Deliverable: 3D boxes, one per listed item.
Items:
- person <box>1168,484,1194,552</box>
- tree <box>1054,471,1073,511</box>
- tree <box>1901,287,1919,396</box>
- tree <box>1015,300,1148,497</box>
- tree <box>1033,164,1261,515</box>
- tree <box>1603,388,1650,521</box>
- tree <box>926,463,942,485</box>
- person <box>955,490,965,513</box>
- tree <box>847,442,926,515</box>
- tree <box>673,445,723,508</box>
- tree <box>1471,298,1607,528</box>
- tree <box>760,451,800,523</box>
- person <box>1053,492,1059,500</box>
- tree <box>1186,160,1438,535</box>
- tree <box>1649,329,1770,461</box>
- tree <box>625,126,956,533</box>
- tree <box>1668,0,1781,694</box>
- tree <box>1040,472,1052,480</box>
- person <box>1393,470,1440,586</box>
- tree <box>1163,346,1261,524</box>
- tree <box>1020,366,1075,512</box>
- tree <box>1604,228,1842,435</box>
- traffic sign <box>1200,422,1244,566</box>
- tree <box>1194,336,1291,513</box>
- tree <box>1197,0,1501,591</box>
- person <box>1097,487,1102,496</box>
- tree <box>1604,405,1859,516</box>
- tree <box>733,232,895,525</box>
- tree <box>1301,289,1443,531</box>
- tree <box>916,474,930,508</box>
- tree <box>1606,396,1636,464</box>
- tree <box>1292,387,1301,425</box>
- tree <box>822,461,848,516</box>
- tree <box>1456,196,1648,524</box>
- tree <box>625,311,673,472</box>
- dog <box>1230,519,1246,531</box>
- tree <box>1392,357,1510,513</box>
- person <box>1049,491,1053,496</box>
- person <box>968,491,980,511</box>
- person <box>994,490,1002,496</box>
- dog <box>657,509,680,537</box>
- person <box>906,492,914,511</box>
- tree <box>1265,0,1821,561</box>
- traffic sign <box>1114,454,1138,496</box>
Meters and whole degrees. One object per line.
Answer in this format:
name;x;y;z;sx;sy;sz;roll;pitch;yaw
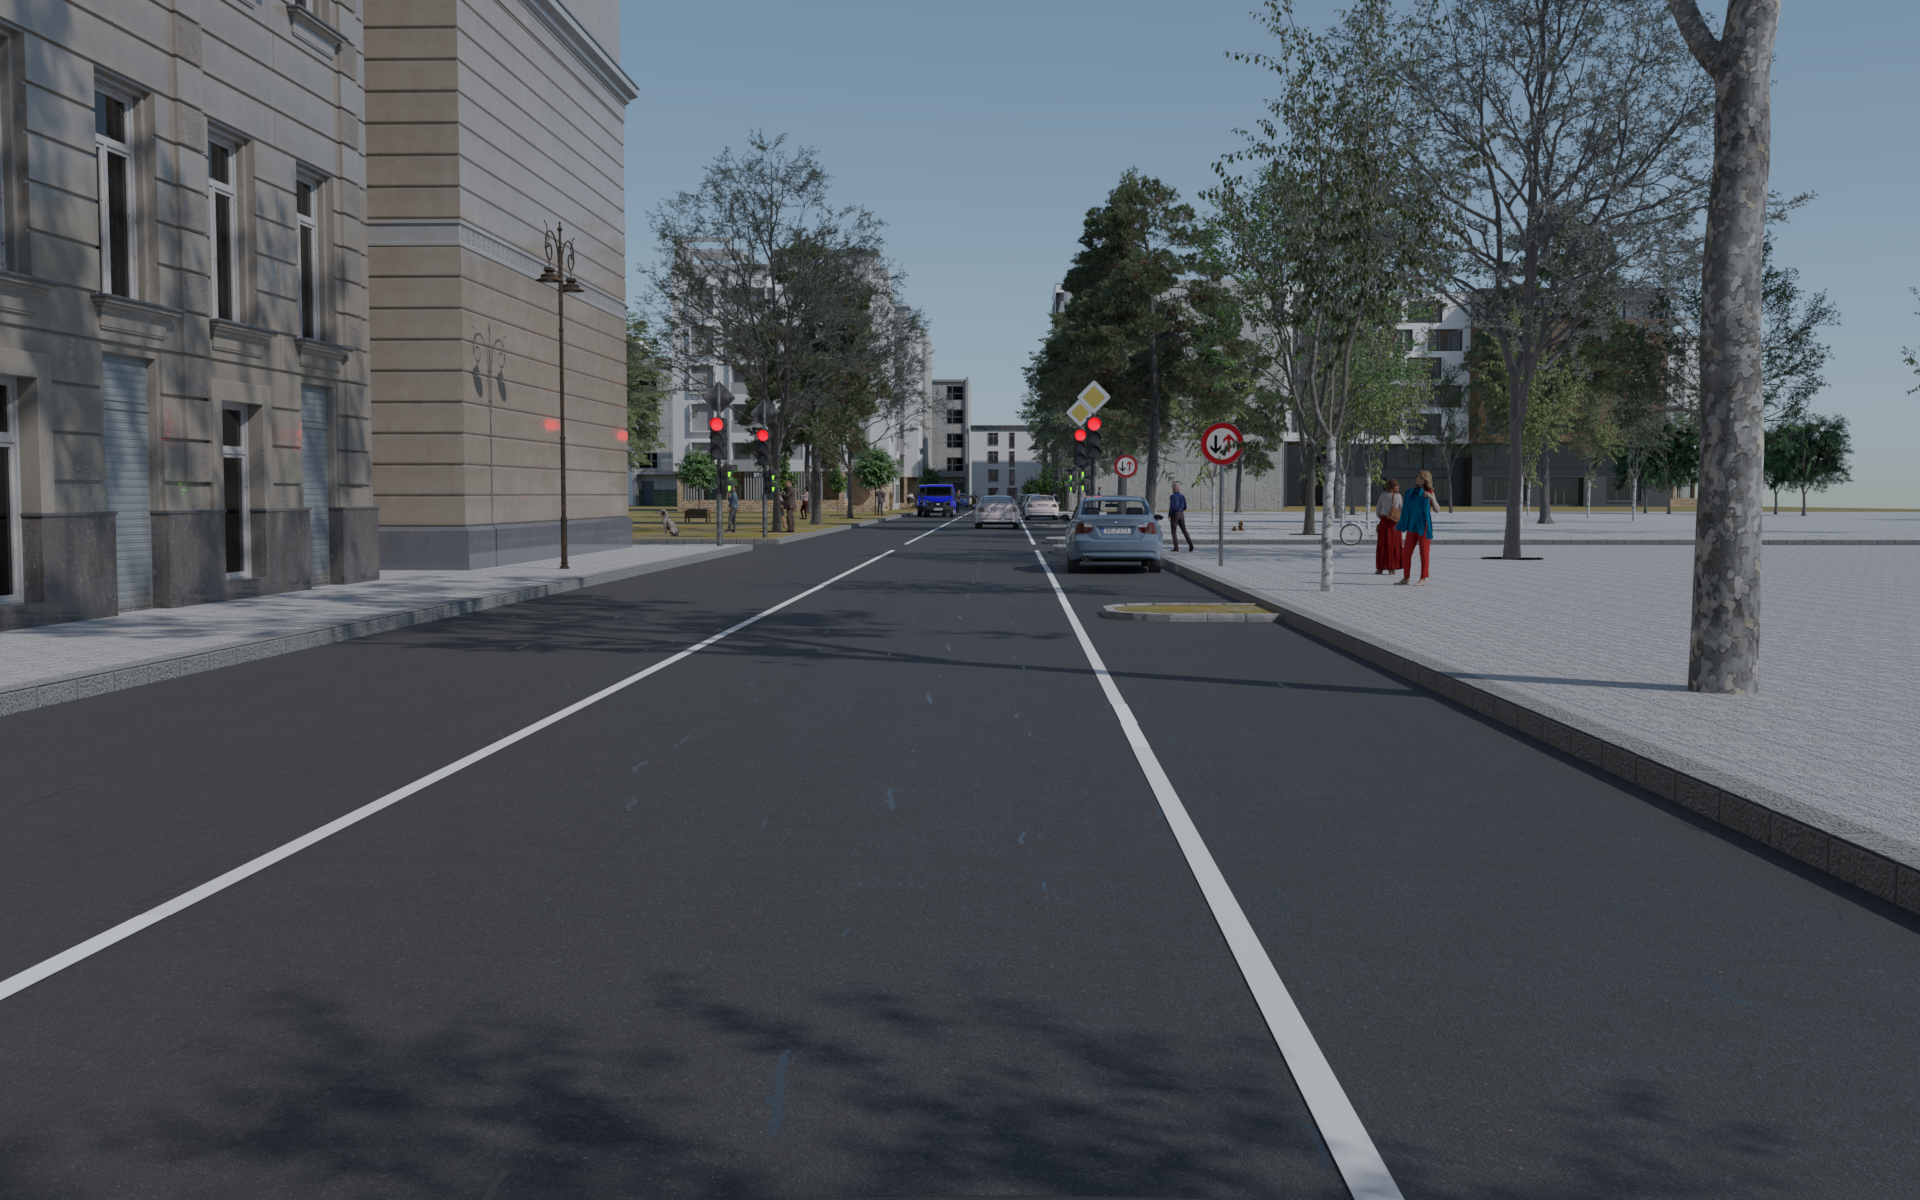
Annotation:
person;4.874;-1.825;38.574;0.574;1.496;0.600;0;4;-6
tree;7.913;-8.379;131.605;1.663;3.219;1.824;0;3;0
tree;32.522;-6.457;55.933;4.360;8.622;3.978;0;3;0
tree;8.363;-12.412;109.586;9.857;13.997;8.962;0;3;0
tree;7.460;-9.722;66.374;7.806;13.903;7.818;0;3;0
tree;32.346;-8.072;82.336;4.360;8.622;3.978;0;3;0
tree;-3.528;-12.069;181.049;4.285;4.588;4.351;0;3;0
person;0.009;-7.617;133.570;0.750;1.759;0.617;-1;4;-18
tree;-5.217;-7.426;105.123;4.285;4.588;4.351;0;3;0
tree;-17.093;-7.947;113.645;4.285;4.588;4.351;0;3;0
tree;21.622;-7.060;65.795;4.737;8.622;4.395;0;3;0
tree;-7.860;-5.092;77.849;1.663;3.219;1.824;0;3;0
person;8.278;-8.626;150.259;0.628;1.438;0.799;0;4;2
tree;10.845;-7.829;53.763;9.928;11.665;9.643;0;3;0
tree;33.266;-7.704;76.329;4.360;8.622;3.978;0;3;0
tree;-6.145;-9.012;57.708;12.009;13.543;11.850;0;3;0
tree;5.994;-9.534;11.764;12.611;20.169;13.585;0;3;0
tree;10.802;-13.420;203.132;4.285;4.588;4.351;0;3;0
person;6.377;-1.005;24.183;0.444;1.614;0.593;-1;4;-17
tree;10.584;-7.548;73.779;4.737;8.622;4.395;0;3;0
tree;7.950;-12.230;125.719;9.928;11.665;9.643;0;3;0
tree;24.527;-7.441;56.069;7.601;10.594;8.767;3;5;39
traffic sign;4.642;-1.874;30.740;0.768;2.556;0.104;0;4;4
tree;19.240;-12.060;119.230;6.751;12.117;7.091;0;3;0
tree;4.932;-4.432;22.834;4.360;8.622;3.978;0;3;0
person;10.518;-7.588;130.098;0.705;1.826;1.348;-1;4;-13
tree;48.139;-8.954;109.301;11.467;7.101;20.602;-2;4;-34
tree;-6.010;-9.176;72.085;6.751;12.117;7.091;0;3;0
tree;14.599;-6.749;60.705;4.737;8.622;4.395;0;3;0
tree;-3.632;-10.101;159.759;1.663;3.219;1.824;0;3;0
tree;33.830;-8.684;92.350;4.737;8.622;4.395;0;3;0
tree;16.948;-7.742;76.940;4.737;8.622;4.395;0;3;0
tree;-7.063;-6.488;100.679;1.663;3.219;1.824;0;3;0
tree;25.335;-10.229;74.662;7.806;13.903;7.818;0;3;0
tree;-19.782;-10.931;96.843;7.486;12.596;7.792;0;3;0
dog;9.548;-2.576;59.855;0.748;0.427;0.550;0;4;-2
tree;33.237;-11.173;117.088;8.767;10.594;7.601;0;4;5
person;8.255;-9.249;158.728;0.593;1.643;0.415;-2;4;-25
person;1.211;-8.490;148.043;1.217;1.736;0.721;-2;4;-29
person;3.113;-8.028;140.486;1.217;1.736;0.721;1;4;21
dog;-8.744;-2.333;52.525;0.800;0.831;0.513;3;5;43
person;-3.802;-7.609;133.646;0.628;1.438;0.799;0;4;4
tree;10.855;-7.522;33.353;12.009;13.543;11.850;0;3;0
traffic sign;5.316;-3.389;55.520;0.768;2.556;0.104;0;4;5
